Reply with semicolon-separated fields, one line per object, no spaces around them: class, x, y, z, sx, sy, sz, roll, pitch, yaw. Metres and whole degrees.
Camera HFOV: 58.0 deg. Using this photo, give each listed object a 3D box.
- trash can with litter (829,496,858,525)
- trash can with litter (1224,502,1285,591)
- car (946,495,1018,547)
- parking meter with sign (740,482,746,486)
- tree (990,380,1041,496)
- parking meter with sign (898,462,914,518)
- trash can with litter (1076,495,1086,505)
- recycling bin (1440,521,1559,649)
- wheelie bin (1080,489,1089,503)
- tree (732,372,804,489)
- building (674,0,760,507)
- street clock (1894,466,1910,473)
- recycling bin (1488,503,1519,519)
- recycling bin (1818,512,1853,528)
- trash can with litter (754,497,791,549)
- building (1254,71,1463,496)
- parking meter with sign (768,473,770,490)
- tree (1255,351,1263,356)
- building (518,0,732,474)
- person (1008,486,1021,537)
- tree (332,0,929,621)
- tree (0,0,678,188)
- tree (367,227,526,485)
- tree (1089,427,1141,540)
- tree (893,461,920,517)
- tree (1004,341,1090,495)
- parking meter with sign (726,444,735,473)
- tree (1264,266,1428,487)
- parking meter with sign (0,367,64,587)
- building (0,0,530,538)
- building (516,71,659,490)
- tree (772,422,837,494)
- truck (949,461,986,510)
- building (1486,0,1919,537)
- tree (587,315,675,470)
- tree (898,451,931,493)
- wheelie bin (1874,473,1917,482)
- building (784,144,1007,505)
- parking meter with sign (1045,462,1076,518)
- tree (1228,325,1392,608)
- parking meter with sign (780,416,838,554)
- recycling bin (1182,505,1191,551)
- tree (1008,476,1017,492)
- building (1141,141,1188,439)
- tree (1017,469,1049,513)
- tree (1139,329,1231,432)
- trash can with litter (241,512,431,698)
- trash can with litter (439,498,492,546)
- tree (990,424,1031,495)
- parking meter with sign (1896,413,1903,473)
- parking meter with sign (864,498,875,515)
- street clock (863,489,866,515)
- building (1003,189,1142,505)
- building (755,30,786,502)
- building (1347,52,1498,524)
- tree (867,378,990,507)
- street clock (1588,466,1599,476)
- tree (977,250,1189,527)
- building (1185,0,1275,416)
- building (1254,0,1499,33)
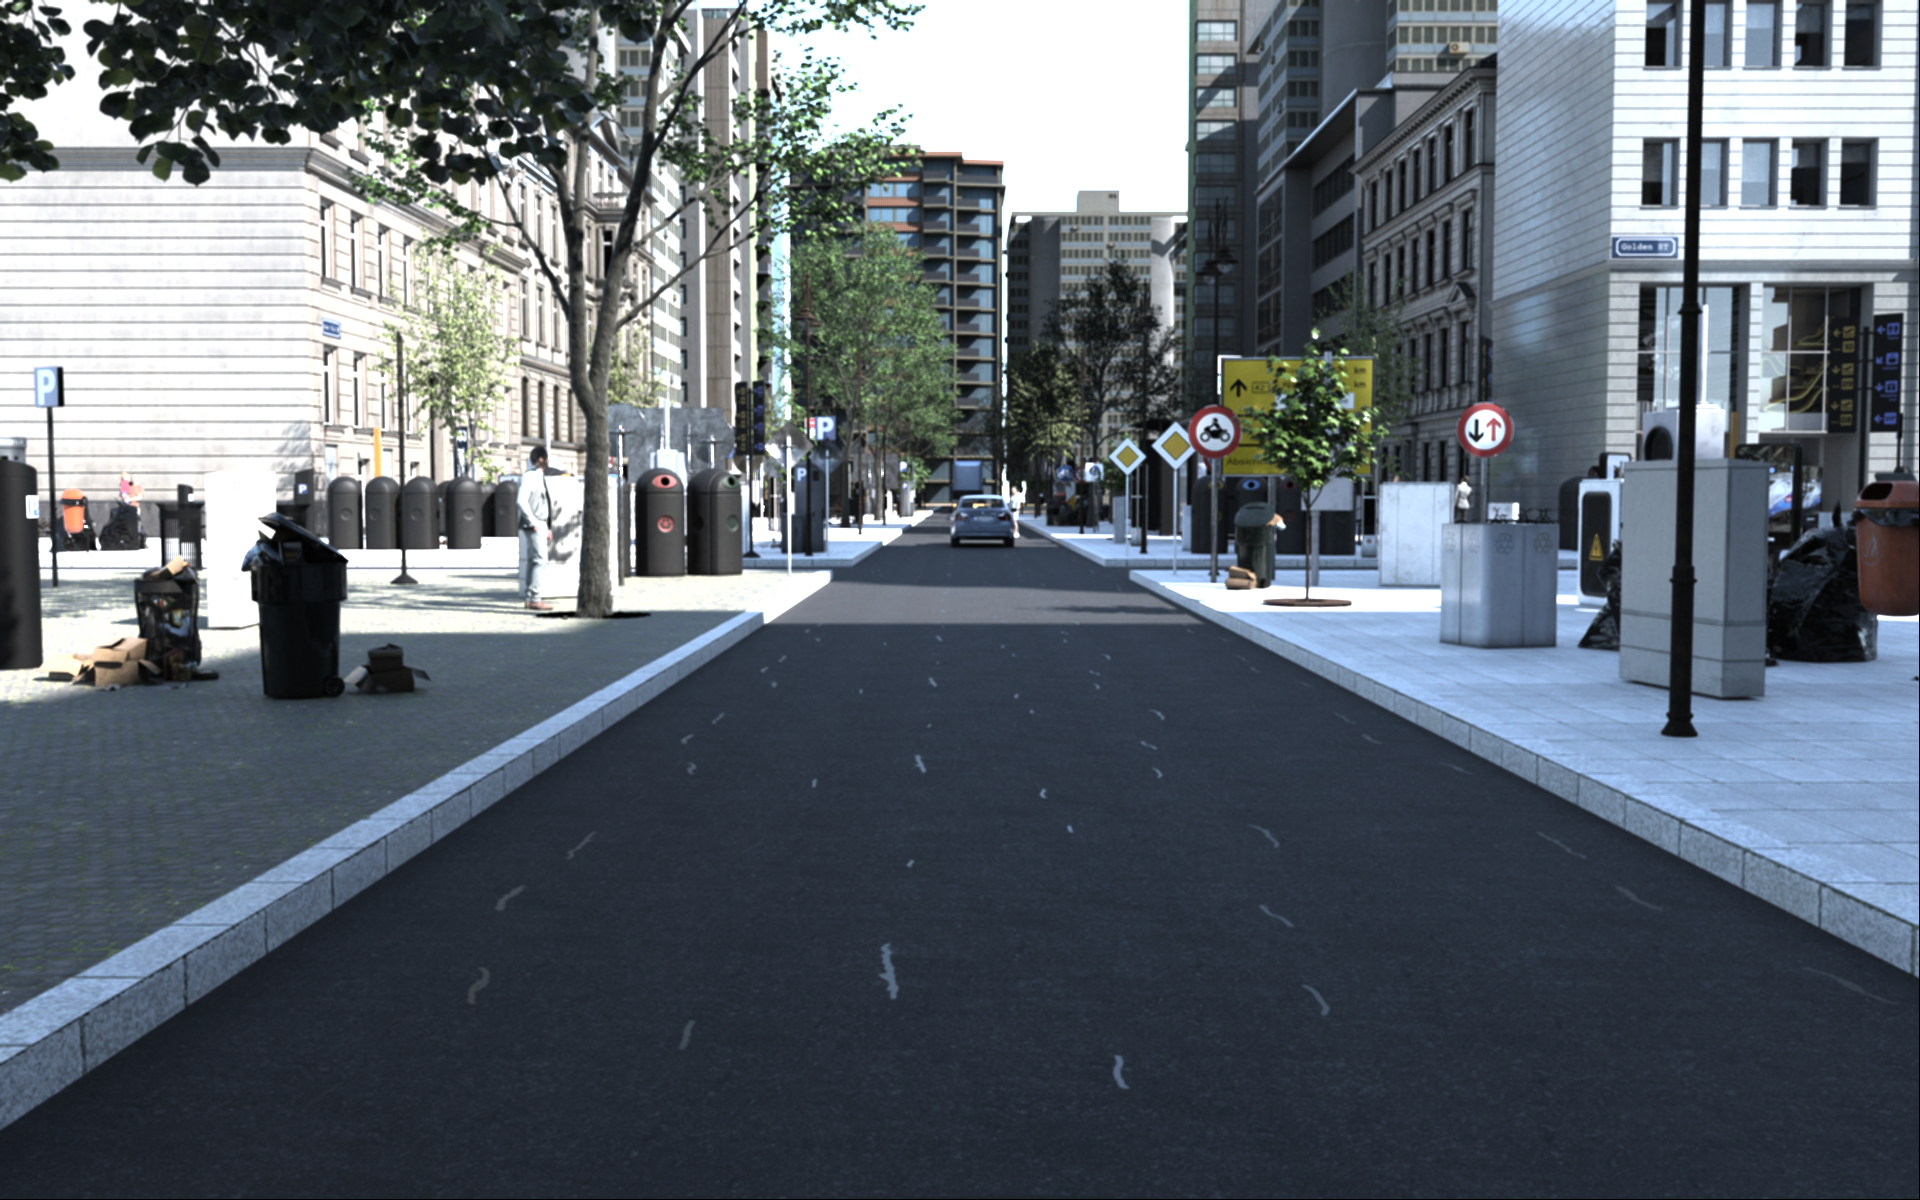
trash can with litter;-4.970;-3.759;72.511;2.233;1.210;1.678;-3;5;-41
trash can with litter;3.962;-0.734;23.384;0.624;1.170;1.055;2;4;25
car;0.615;-2.217;48.253;2.014;1.417;4.499;0;4;0
parking meter with sign;-13.775;-6.832;107.967;1.738;3.016;0.543;-2;4;-34
tree;4.409;-16.953;187.547;12.009;13.543;11.850;0;3;0
parking meter with sign;-2.917;-6.002;94.390;0.543;3.016;1.738;1;4;12
trash can with litter;6.503;-4.667;87.361;2.233;1.210;1.678;0;4;-1
recycling bin;4.582;-0.134;14.745;0.722;1.027;0.722;-1;4;-16
wheelie bin;7.291;-5.551;98.667;0.693;1.594;0.980;3;4;36
tree;-11.181;-9.280;102.097;4.737;8.622;4.395;0;3;0
building;-24.317;-27.991;141.251;14.154;41.232;14.086;0;3;0
street clock;24.501;-2.479;45.099;0.471;2.002;0.358;-3;5;-39
recycling bin;15.013;-2.161;47.880;0.722;1.027;0.722;2;4;26
recycling bin;12.292;-0.692;23.861;0.722;1.027;0.722;1;4;12
trash can with litter;-4.305;-1.860;41.473;1.678;1.210;2.233;0;4;-2
building;25.627;-16.896;95.310;14.314;24.678;30.058;0;3;0
parking meter with sign;-9.429;-5.623;88.198;0.543;3.016;1.738;-2;4;-30
tree;15.723;-8.329;86.546;4.737;8.622;4.395;0;3;0
building;-33.047;-26.324;122.284;32.217;40.220;23.993;0;3;0
person;1.819;-2.975;58.151;0.512;1.701;0.522;3;5;41
tree;-3.753;-5.615;17.559;9.928;11.665;9.643;0;3;0
tree;-4.457;-6.038;5.379;9.857;13.997;8.962;0;3;0
tree;-13.785;-5.936;47.412;4.737;8.622;4.395;0;3;0
tree;4.721;-3.318;48.846;1.663;3.219;1.824;0;3;0
tree;-3.366;-6.383;98.967;1.663;3.219;1.824;0;3;0
tree;4.389;-8.033;81.707;4.737;8.622;4.395;0;3;0
parking meter with sign;-7.816;-3.685;56.511;0.543;3.016;1.738;0;4;7
tree;13.012;-6.417;55.281;4.737;8.622;4.395;0;3;0
parking meter with sign;-12.944;-1.646;23.172;0.543;3.016;1.738;2;4;31
building;-24.356;-16.154;61.388;12.463;27.353;25.104;0;3;0
building;-24.399;-16.651;91.327;14.460;24.649;34.723;0;3;0
tree;-4.279;-3.116;45.552;1.663;3.219;1.824;0;3;0
truck;0.629;-8.835;134.210;2.967;4.110;18.799;0;3;0
building;33.211;-16.922;54.164;29.804;29.767;11.434;0;3;0
tree;-14.062;-7.454;72.240;4.737;8.622;4.395;0;3;0
tree;-3.803;-8.936;129.821;4.285;4.588;4.351;0;3;0
wheelie bin;13.894;-1.097;25.845;0.980;1.594;0.693;-1;4;-9
building;-8.747;-34.547;219.464;28.867;44.769;22.147;0;3;0
parking meter with sign;5.520;-5.975;93.959;1.738;3.016;0.543;0;4;-8
tree;4.142;-1.548;19.906;1.663;3.219;1.824;0;3;0
parking meter with sign;-3.333;-2.555;38.032;0.543;3.016;1.738;2;4;24
recycling bin;5.482;-1.630;39.211;0.722;1.027;0.722;2;4;28
tree;5.191;-9.568;151.034;1.663;3.219;1.824;0;3;0
building;34.477;-28.660;160.473;32.217;40.220;23.993;0;3;0
tree;5.258;-7.461;116.581;1.663;3.219;1.824;0;3;0
tree;10.315;-7.792;77.766;4.360;8.622;3.978;0;3;0
trash can with litter;-4.017;0.014;11.155;1.055;1.170;0.624;-2;4;-35
trash can with litter;-12.677;-1.965;43.184;2.233;1.210;1.678;-2;4;-35
tree;4.647;-12.488;154.546;4.360;8.622;3.978;0;3;0
parking meter with sign;20.954;-2.490;36.968;1.738;3.016;0.543;2;4;25
parking meter with sign;-5.259;-6.885;108.827;1.738;3.016;0.543;-3;5;-40
street clock;-5.865;-6.132;104.826;0.471;2.002;0.358;1;4;20
building;17.772;-32.522;223.617;23.993;40.220;32.217;0;3;0
building;-24.541;-31.523;165.508;14.200;45.320;14.600;0;3;0
building;23.149;-12.613;70.856;10.561;19.102;19.286;0;3;0
tree;-4.063;-16.119;173.918;12.009;13.543;11.850;0;3;0
street clock;16.346;-2.439;44.446;0.358;2.002;0.471;-1;4;-17
tree;5.285;-8.047;65.986;7.601;10.594;8.767;1;4;16
building;25.307;-28.003;141.444;14.154;41.232;14.086;0;3;0
building;34.278;-26.335;122.466;32.217;40.220;23.993;0;3;0
